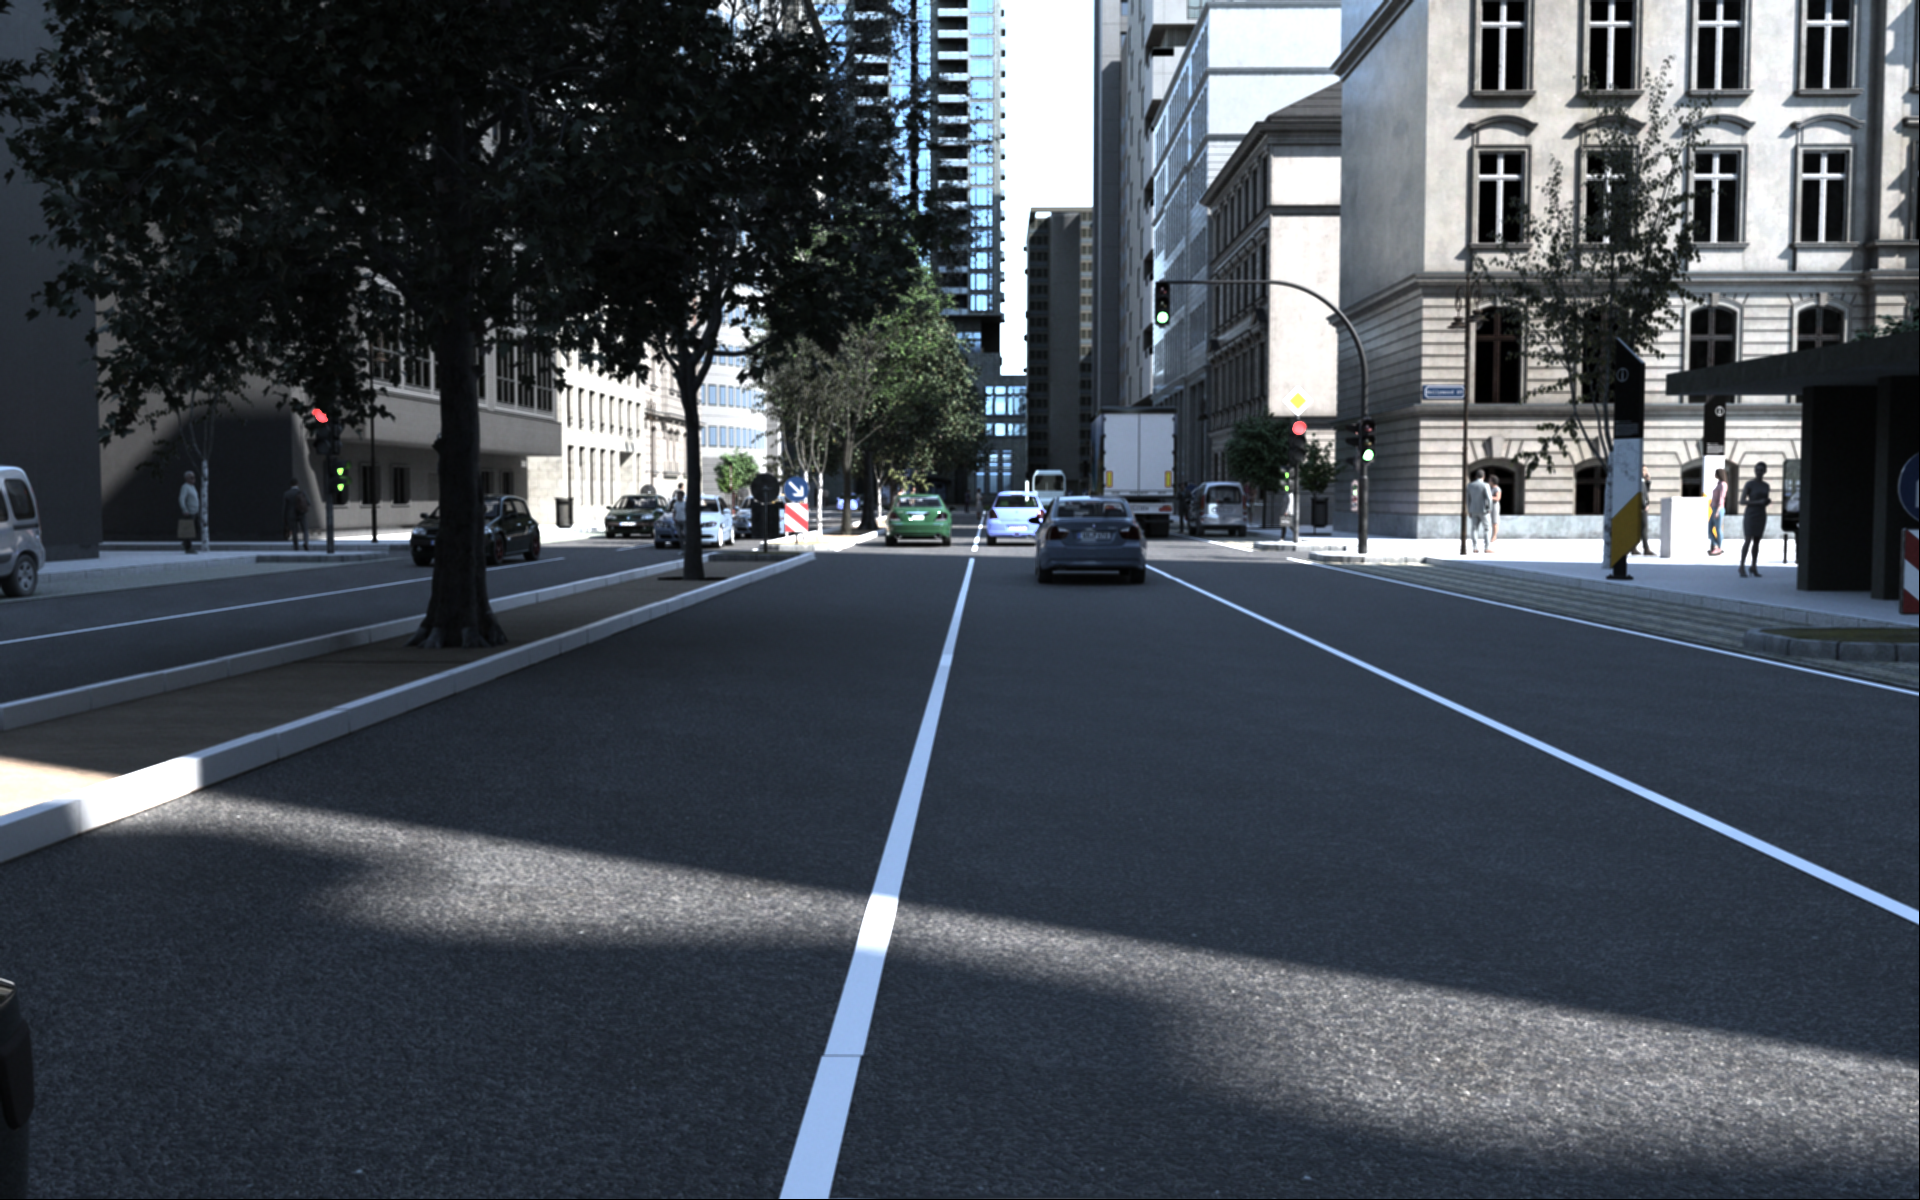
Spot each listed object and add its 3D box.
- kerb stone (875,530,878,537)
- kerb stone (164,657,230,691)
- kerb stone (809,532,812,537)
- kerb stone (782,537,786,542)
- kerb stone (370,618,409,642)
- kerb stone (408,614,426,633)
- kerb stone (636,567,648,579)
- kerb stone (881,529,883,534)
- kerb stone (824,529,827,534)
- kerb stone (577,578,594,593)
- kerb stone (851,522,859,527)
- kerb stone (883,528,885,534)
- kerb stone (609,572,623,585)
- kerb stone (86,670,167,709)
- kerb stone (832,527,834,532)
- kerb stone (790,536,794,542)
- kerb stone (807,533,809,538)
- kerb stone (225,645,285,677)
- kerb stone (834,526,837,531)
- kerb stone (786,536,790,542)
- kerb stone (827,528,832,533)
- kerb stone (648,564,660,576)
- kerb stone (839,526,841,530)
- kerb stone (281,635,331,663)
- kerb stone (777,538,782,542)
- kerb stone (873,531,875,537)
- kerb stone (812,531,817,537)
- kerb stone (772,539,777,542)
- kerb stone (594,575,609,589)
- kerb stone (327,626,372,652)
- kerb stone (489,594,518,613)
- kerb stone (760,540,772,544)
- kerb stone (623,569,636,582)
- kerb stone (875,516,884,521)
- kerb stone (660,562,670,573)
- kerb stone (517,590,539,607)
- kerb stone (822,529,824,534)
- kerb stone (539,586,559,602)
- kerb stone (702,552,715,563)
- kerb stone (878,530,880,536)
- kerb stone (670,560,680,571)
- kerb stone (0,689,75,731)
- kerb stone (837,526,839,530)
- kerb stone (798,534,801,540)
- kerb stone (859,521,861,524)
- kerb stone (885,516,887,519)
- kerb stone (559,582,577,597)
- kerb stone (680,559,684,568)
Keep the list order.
[{"bbox_3d":[-2.916,-2.162,57.547,0.120,0.150,1.000,0,4,1],"label":"kerb stone"},{"bbox_3d":[-5.766,0.570,12.964,0.120,0.150,1.000,0,4,1],"label":"kerb stone"},{"bbox_3d":[-5.031,-2.097,56.557,0.120,0.150,1.000,0,4,1],"label":"kerb stone"},{"bbox_3d":[-5.155,-1.663,49.379,0.120,0.150,1.000,0,4,1],"label":"kerb stone"},{"bbox_3d":[-5.690,0.313,17.079,0.120,0.150,1.000,0,4,1],"label":"kerb stone"},{"bbox_3d":[-5.682,0.253,18.111,0.120,0.150,1.000,0,4,1],"label":"kerb stone"},{"bbox_3d":[-5.489,-0.439,29.378,0.120,0.150,1.000,0,4,1],"label":"kerb stone"},{"bbox_3d":[-2.862,-2.350,60.616,0.120,0.150,1.000,0,4,1],"label":"kerb stone"},{"bbox_3d":[-4.948,-2.416,61.697,0.120,0.150,1.000,0,4,1],"label":"kerb stone"},{"bbox_3d":[-5.560,-0.189,25.284,0.120,0.150,1.000,0,4,1],"label":"kerb stone"},{"bbox_3d":[-4.687,-3.356,77.073,0.120,0.150,1.000,0,4,1],"label":"kerb stone"},{"bbox_3d":[-2.854,-2.412,61.639,0.120,0.150,1.000,0,4,1],"label":"kerb stone"},{"bbox_3d":[-5.523,-0.309,27.334,0.120,0.150,1.000,0,4,1],"label":"kerb stone"},{"bbox_3d":[-5.786,0.627,11.939,0.120,0.150,1.000,0,4,1],"label":"kerb stone"},{"bbox_3d":[-4.893,-2.599,64.764,0.120,0.150,1.000,0,4,1],"label":"kerb stone"},{"bbox_3d":[-5.117,-1.788,51.428,0.120,0.150,1.000,0,4,1],"label":"kerb stone"},{"bbox_3d":[-5.049,-2.039,55.525,0.120,0.150,1.000,0,4,1],"label":"kerb stone"},{"bbox_3d":[-5.739,0.502,13.995,0.120,0.150,1.000,0,4,1],"label":"kerb stone"},{"bbox_3d":[-4.881,-2.662,65.793,0.120,0.150,1.000,0,4,1],"label":"kerb stone"},{"bbox_3d":[-5.139,-1.722,50.401,0.120,0.150,1.000,0,4,1],"label":"kerb stone"},{"bbox_3d":[-4.917,-2.541,63.742,0.120,0.150,1.000,0,4,1],"label":"kerb stone"},{"bbox_3d":[-5.467,-0.502,30.399,0.120,0.150,1.000,0,4,1],"label":"kerb stone"},{"bbox_3d":[-4.847,-2.791,67.837,0.120,0.150,1.000,0,4,1],"label":"kerb stone"},{"bbox_3d":[-5.727,0.439,15.023,0.120,0.150,1.000,0,4,1],"label":"kerb stone"},{"bbox_3d":[-5.171,-1.598,48.351,0.120,0.150,1.000,0,4,1],"label":"kerb stone"},{"bbox_3d":[-2.935,-2.093,56.523,0.120,0.150,1.000,0,4,1],"label":"kerb stone"},{"bbox_3d":[-4.995,-2.228,58.616,0.120,0.150,1.000,0,4,1],"label":"kerb stone"},{"bbox_3d":[-5.184,-1.537,47.328,0.120,0.150,1.000,0,4,1],"label":"kerb stone"},{"bbox_3d":[-5.547,-0.251,26.306,0.120,0.150,1.000,0,4,1],"label":"kerb stone"},{"bbox_3d":[-5.715,0.375,16.057,0.120,0.150,1.000,0,4,1],"label":"kerb stone"},{"bbox_3d":[-5.628,0.062,21.183,0.120,0.150,1.000,0,4,1],"label":"kerb stone"},{"bbox_3d":[-5.211,-1.475,46.306,0.120,0.150,1.000,0,4,1],"label":"kerb stone"},{"bbox_3d":[-5.501,-0.377,28.356,0.120,0.150,1.000,0,4,1],"label":"kerb stone"},{"bbox_3d":[-4.396,-4.415,94.500,0.120,0.150,1.000,0,4,1],"label":"kerb stone"},{"bbox_3d":[-5.454,-0.564,31.421,0.120,0.150,1.000,0,4,1],"label":"kerb stone"},{"bbox_3d":[-5.620,0.001,22.205,0.120,0.150,1.000,0,4,1],"label":"kerb stone"},{"bbox_3d":[-4.961,-2.353,60.662,0.120,0.150,1.000,0,4,1],"label":"kerb stone"},{"bbox_3d":[-5.595,-0.060,23.234,0.120,0.150,1.000,0,4,1],"label":"kerb stone"},{"bbox_3d":[-5.370,-0.876,36.541,0.120,0.150,1.000,0,4,1],"label":"kerb stone"},{"bbox_3d":[-2.898,-2.225,58.570,0.120,0.150,1.000,0,4,1],"label":"kerb stone"},{"bbox_3d":[-5.443,-0.627,32.449,0.120,0.150,1.000,0,4,1],"label":"kerb stone"},{"bbox_3d":[-5.802,0.691,10.917,0.120,0.150,1.000,0,4,1],"label":"kerb stone"},{"bbox_3d":[-4.860,-2.729,66.815,0.120,0.150,1.000,0,4,1],"label":"kerb stone"},{"bbox_3d":[-5.093,-1.913,53.473,0.120,0.150,1.000,0,4,1],"label":"kerb stone"},{"bbox_3d":[-4.671,-3.419,78.096,0.120,0.150,1.000,0,4,1],"label":"kerb stone"},{"bbox_3d":[-4.311,-4.735,99.613,0.120,0.150,1.000,0,4,1],"label":"kerb stone"},{"bbox_3d":[-5.580,-0.122,24.261,0.120,0.150,1.000,0,4,1],"label":"kerb stone"},{"bbox_3d":[-5.416,-0.685,33.471,0.120,0.150,1.000,0,4,1],"label":"kerb stone"}]
